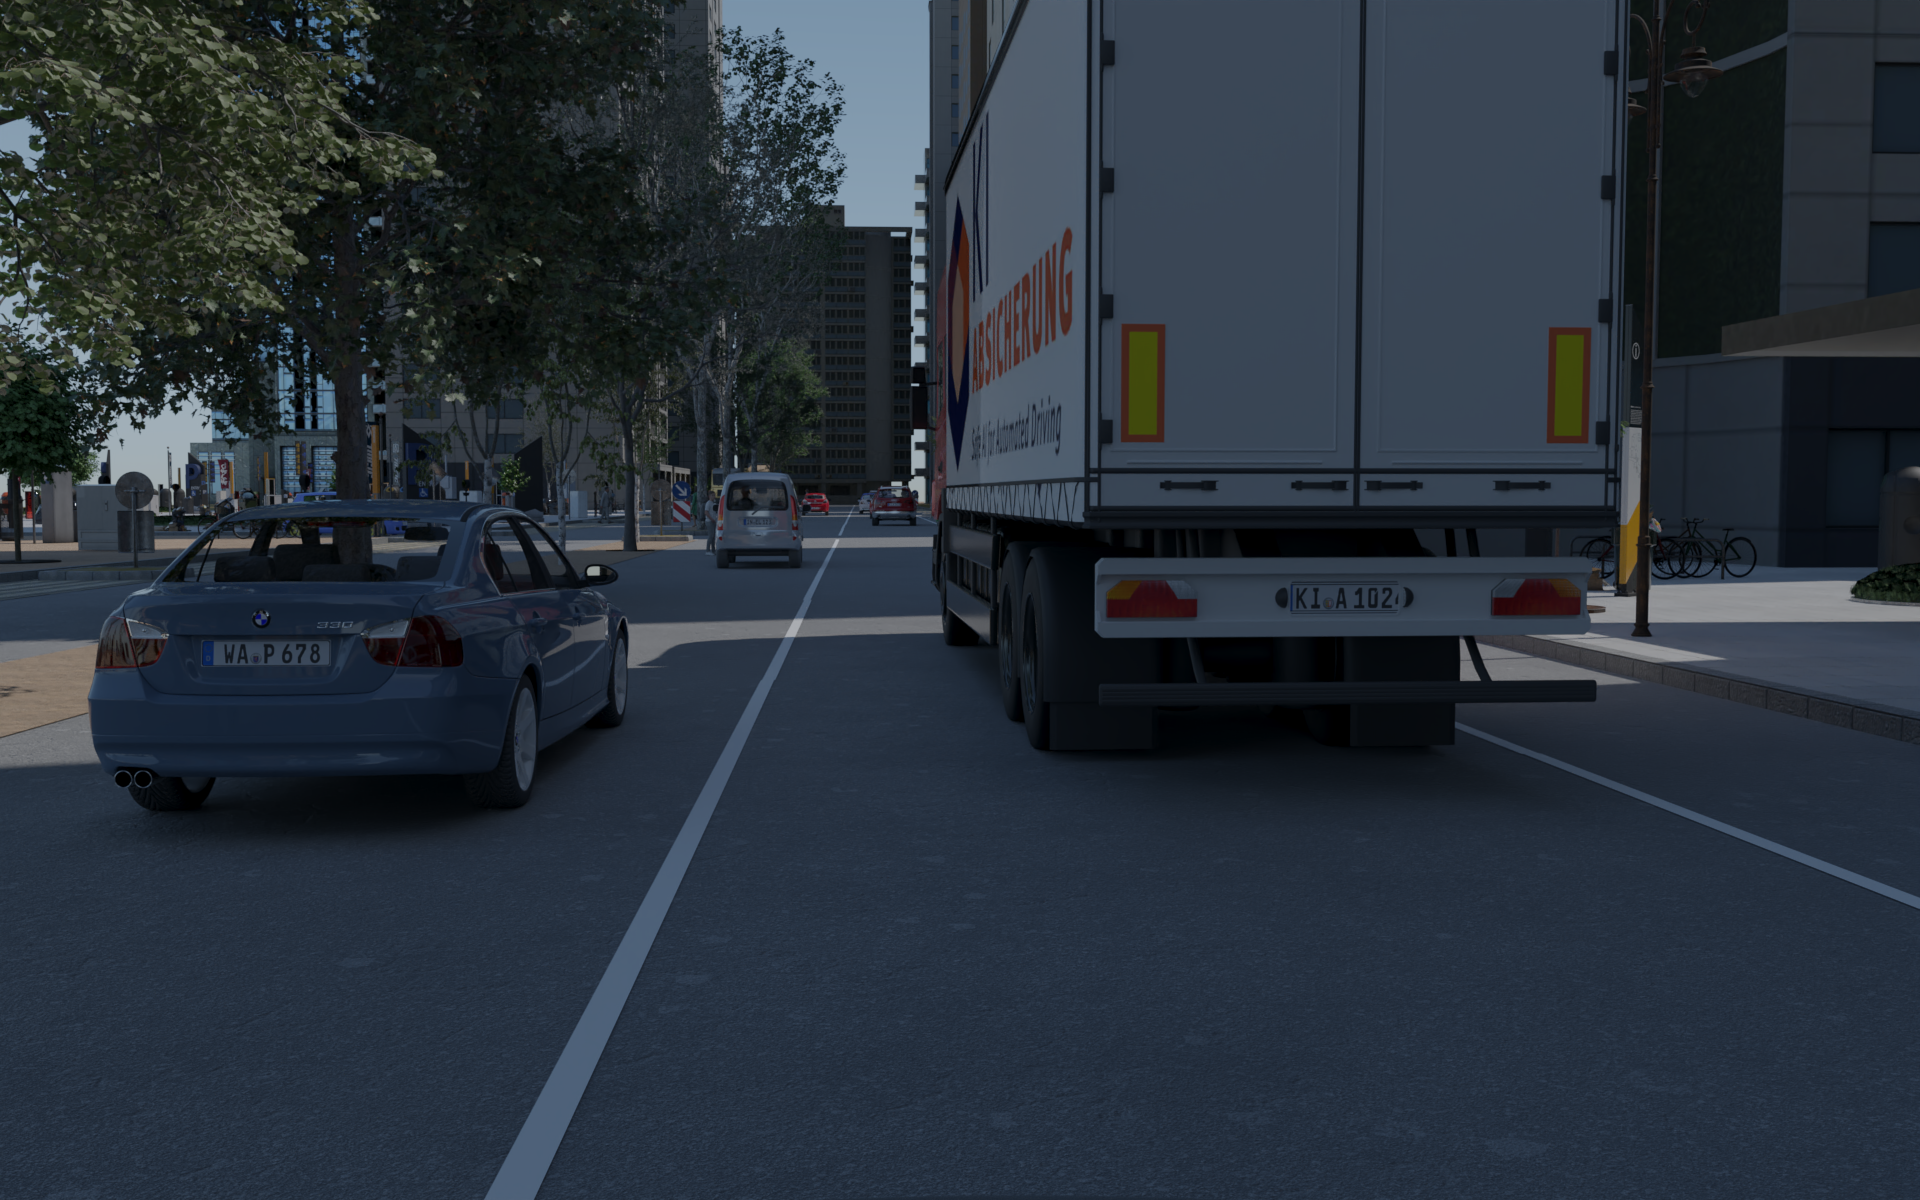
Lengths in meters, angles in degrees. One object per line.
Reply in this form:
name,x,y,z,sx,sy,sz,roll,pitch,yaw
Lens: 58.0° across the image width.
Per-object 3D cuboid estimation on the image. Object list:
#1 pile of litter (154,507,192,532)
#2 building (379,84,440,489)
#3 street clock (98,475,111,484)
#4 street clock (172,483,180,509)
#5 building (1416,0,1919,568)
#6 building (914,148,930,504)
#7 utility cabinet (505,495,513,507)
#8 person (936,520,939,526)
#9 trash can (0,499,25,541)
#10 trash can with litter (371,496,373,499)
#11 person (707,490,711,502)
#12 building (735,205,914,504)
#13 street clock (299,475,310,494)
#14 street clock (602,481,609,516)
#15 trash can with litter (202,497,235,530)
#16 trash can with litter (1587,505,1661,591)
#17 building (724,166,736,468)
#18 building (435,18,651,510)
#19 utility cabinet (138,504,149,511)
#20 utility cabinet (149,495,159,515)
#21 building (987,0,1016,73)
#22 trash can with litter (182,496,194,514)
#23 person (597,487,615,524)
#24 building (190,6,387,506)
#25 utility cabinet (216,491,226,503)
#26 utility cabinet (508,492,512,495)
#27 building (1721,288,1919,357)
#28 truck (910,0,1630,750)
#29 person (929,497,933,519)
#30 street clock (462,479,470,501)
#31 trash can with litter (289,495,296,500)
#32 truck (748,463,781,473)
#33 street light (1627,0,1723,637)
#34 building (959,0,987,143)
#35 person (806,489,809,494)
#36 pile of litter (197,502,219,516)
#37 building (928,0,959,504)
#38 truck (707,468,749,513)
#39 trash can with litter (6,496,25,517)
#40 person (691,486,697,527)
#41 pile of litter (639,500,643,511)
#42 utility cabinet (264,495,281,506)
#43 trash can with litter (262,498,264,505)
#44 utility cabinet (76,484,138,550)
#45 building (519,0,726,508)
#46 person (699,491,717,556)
pile of litter,-27.079,-2.785,59.492,1.176,0.858,1.719,-2,4,-32
building,-34.922,-43.123,143.319,20.563,71.187,20.611,0,4,-3
street clock,-33.293,-3.844,67.426,0.358,2.002,0.471,1,4,9
street clock,-53.432,-6.939,118.016,0.471,2.002,0.358,-3,5,-45
building,15.430,-36.698,38.260,20.563,71.187,20.611,0,4,-3
building,9.050,-37.517,233.009,30.456,49.044,23.786,0,4,-3
utility cabinet,-24.117,-5.046,93.660,0.306,1.237,1.020,2,4,32
person,-0.994,-3.926,76.940,0.306,1.304,0.590,0,4,8
trash can,-25.782,-2.164,47.027,0.748,1.137,0.748,0,3,0
trash can with litter,-40.608,-6.555,118.557,0.624,1.170,1.055,2,4,28
person,-20.529,-8.114,141.722,0.434,1.755,0.990,0,4,-4
building,-18.345,-33.247,235.464,23.993,40.220,32.217,0,4,-3
street clock,-24.310,-3.653,64.290,0.358,2.002,0.471,0,4,6
street clock,-20.359,-5.786,99.166,0.358,2.002,0.471,2,4,32
trash can with litter,-25.474,-2.941,59.478,1.055,1.170,0.624,0,4,1
trash can with litter,8.697,-0.709,22.987,1.055,1.170,0.624,1,4,10
building,-36.918,-35.203,225.685,14.200,45.320,14.600,0,4,-3
building,-36.509,-44.378,163.834,20.563,71.187,20.611,0,4,-3
utility cabinet,-40.036,-4.634,84.438,1.173,1.500,0.318,2,4,32
utility cabinet,-46.411,-5.406,99.542,0.306,1.237,1.020,0,4,-1
building,15.873,-31.273,100.558,28.713,52.752,27.495,0,4,-3
trash can with litter,-37.180,-4.481,84.315,2.233,1.210,1.678,-1,4,-17
person,-17.030,-4.554,83.234,0.850,1.792,0.678,0,4,5
building,-81.282,-55.862,226.008,31.000,86.520,22.319,0,4,-3
utility cabinet,-50.311,-6.682,117.930,0.318,1.500,1.173,0,4,-6
utility cabinet,-32.727,-7.197,126.349,0.318,1.500,1.173,-1,4,-18
building,19.350,-21.299,2.863,22.147,44.769,28.867,0,4,-3
truck,1.273,-1.477,13.058,2.839,4.237,11.283,0,4,-5
person,-1.438,-5.456,98.459,0.760,1.731,0.466,-1,4,-19
street clock,-24.269,-4.927,85.130,0.358,2.002,0.471,-3,5,-44
trash can with litter,-38.654,-5.415,99.593,2.233,1.210,1.678,0,4,-4
truck,-17.957,-10.365,158.377,2.839,4.237,11.283,0,4,-2
street light,6.146,-2.609,15.440,0.468,5.910,1.993,0,4,-3
building,7.201,-29.298,129.128,14.600,45.320,14.200,0,4,-3
person,-11.518,-7.436,130.095,0.388,1.821,0.555,0,4,-7
pile of litter,-31.688,-3.611,73.004,1.719,0.858,1.176,2,4,33
building,7.015,-40.061,196.994,21.231,58.520,28.212,0,4,-3
truck,-17.164,-8.257,130.933,3.469,3.379,9.791,0,4,-2
trash can with litter,-52.095,-5.164,95.497,1.678,1.210,2.233,0,4,-7
person,-11.260,-4.004,74.217,0.529,1.795,0.600,2,4,29
pile of litter,-24.371,-7.111,130.226,1.176,0.858,1.719,-1,4,-13
utility cabinet,-37.402,-5.096,94.485,0.306,1.237,1.020,3,5,40
trash can with litter,-51.877,-7.195,129.018,1.055,1.170,0.624,1,4,10
utility cabinet,-19.254,-1.857,39.036,1.173,1.500,0.318,0,4,3
building,-37.959,-46.464,197.939,20.611,71.187,20.563,0,4,-3
person,-5.799,-1.793,40.419,0.523,1.515,0.503,-1,4,-22
